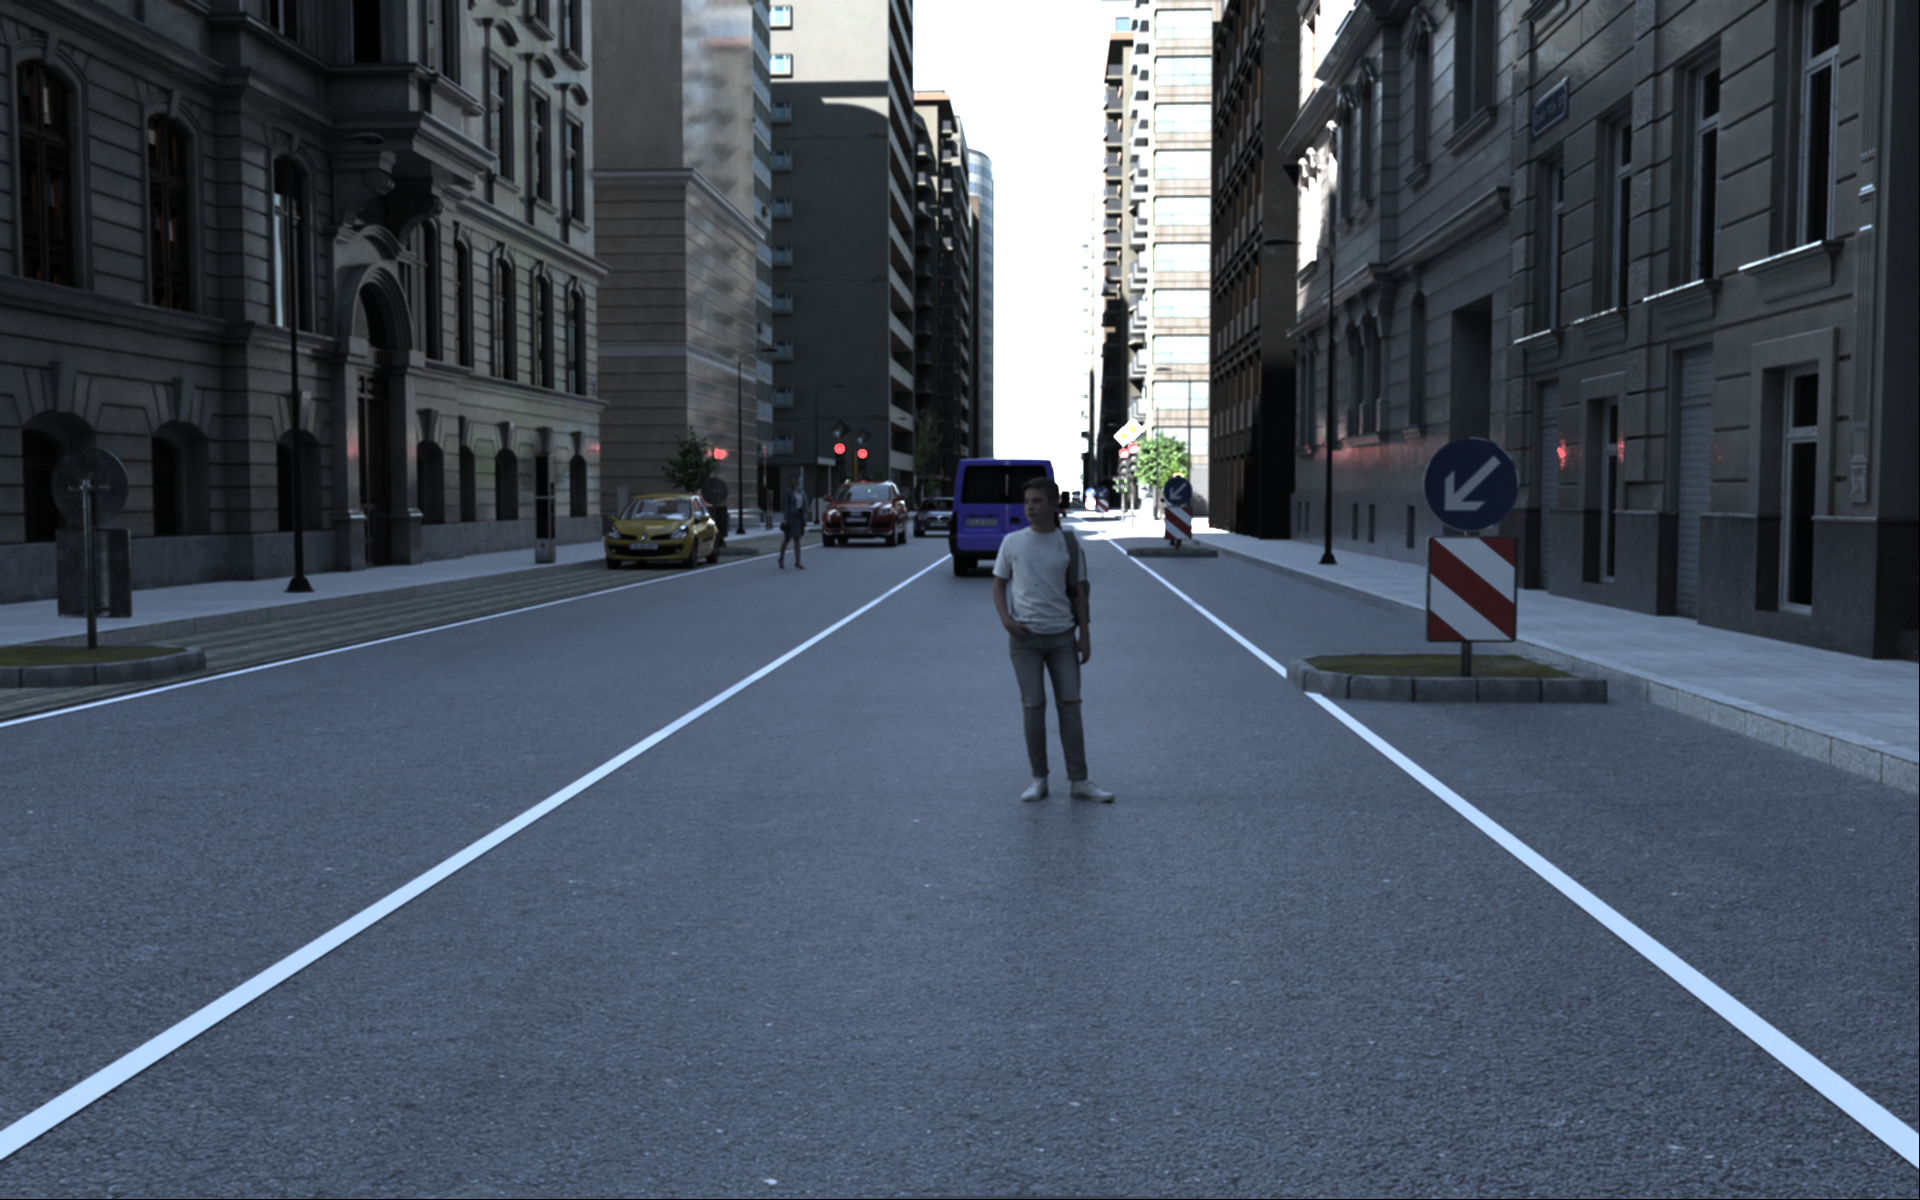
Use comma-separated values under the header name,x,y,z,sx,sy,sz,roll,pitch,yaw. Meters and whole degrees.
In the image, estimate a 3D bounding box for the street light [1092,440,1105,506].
name,x,y,z,sx,sy,sz,roll,pitch,yaw
street light,12.225,-10.708,147.619,1.470,5.913,1.316,0,4,3

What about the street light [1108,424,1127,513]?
name,x,y,z,sx,sy,sz,roll,pitch,yaw
street light,10.518,-8.699,114.776,1.470,5.913,1.316,0,4,3

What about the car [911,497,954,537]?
name,x,y,z,sx,sy,sz,roll,pitch,yaw
car,-0.664,-2.848,59.139,1.945,1.354,3.894,0,4,2

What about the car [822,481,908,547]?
name,x,y,z,sx,sy,sz,roll,pitch,yaw
car,-2.644,-2.462,48.928,2.281,1.827,5.304,0,4,3

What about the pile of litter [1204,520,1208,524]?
name,x,y,z,sx,sy,sz,roll,pitch,yaw
pile of litter,11.157,-3.609,72.970,1.719,0.858,1.176,2,4,25

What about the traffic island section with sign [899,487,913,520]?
name,x,y,z,sx,sy,sz,roll,pitch,yaw
traffic island section with sign,-3.009,-5.267,94.747,1.989,1.847,2.006,0,4,3

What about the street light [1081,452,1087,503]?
name,x,y,z,sx,sy,sz,roll,pitch,yaw
street light,14.442,-13.423,192.014,1.470,5.913,1.316,0,4,3

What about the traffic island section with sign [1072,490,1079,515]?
name,x,y,z,sx,sy,sz,roll,pitch,yaw
traffic island section with sign,9.017,-6.899,121.429,1.989,1.847,2.006,0,4,3

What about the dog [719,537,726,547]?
name,x,y,z,sx,sy,sz,roll,pitch,yaw
dog,-6.079,-1.693,44.516,0.513,0.831,0.800,2,4,34

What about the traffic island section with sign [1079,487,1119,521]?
name,x,y,z,sx,sy,sz,roll,pitch,yaw
traffic island section with sign,7.655,-5.253,94.508,1.989,1.847,2.006,0,4,3

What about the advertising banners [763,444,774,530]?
name,x,y,z,sx,sy,sz,roll,pitch,yaw
advertising banners,-6.861,-4.018,61.880,0.090,3.025,2.074,0,4,3

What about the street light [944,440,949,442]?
name,x,y,z,sx,sy,sz,roll,pitch,yaw
street light,-1.647,-10.830,149.611,1.470,5.913,1.316,0,4,3

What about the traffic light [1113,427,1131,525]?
name,x,y,z,sx,sy,sz,roll,pitch,yaw
traffic light,6.831,-5.121,72.650,0.839,4.253,0.868,0,4,3

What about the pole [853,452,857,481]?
name,x,y,z,sx,sy,sz,roll,pitch,yaw
pole,-5.034,-5.455,83.024,0.158,3.312,0.155,0,3,0

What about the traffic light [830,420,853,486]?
name,x,y,z,sx,sy,sz,roll,pitch,yaw
traffic light,-4.474,-4.666,65.212,0.839,4.253,0.868,0,4,3

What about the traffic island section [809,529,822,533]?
name,x,y,z,sx,sy,sz,roll,pitch,yaw
traffic island section,-4.513,-2.634,65.349,2.009,0.180,2.903,0,4,3

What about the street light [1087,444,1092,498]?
name,x,y,z,sx,sy,sz,roll,pitch,yaw
street light,12.700,-11.412,159.123,1.470,5.913,1.316,0,4,3

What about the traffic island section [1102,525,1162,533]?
name,x,y,z,sx,sy,sz,roll,pitch,yaw
traffic island section,6.464,-2.600,64.787,2.009,0.180,2.903,0,4,3

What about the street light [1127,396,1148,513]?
name,x,y,z,sx,sy,sz,roll,pitch,yaw
street light,8.829,-6.713,82.305,1.470,5.913,1.316,0,4,3

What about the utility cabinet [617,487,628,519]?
name,x,y,z,sx,sy,sz,roll,pitch,yaw
utility cabinet,-9.916,-2.579,50.842,0.318,1.500,1.173,-1,4,-10

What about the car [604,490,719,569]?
name,x,y,z,sx,sy,sz,roll,pitch,yaw
car,-5.878,-1.475,34.347,2.015,1.641,3.980,0,4,1

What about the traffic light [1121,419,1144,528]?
name,x,y,z,sx,sy,sz,roll,pitch,yaw
traffic light,6.424,-4.633,64.675,0.839,4.253,0.868,0,4,3

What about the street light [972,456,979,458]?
name,x,y,z,sx,sy,sz,roll,pitch,yaw
street light,1.719,-14.760,213.866,1.470,5.913,1.316,0,4,3

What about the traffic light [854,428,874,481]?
name,x,y,z,sx,sy,sz,roll,pitch,yaw
traffic light,-4.067,-5.154,73.187,0.839,4.253,0.868,0,4,3

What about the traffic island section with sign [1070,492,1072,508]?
name,x,y,z,sx,sy,sz,roll,pitch,yaw
traffic island section with sign,11.607,-10.000,172.127,1.989,1.847,2.006,0,4,3

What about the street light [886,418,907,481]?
name,x,y,z,sx,sy,sz,roll,pitch,yaw
street light,-3.927,-8.115,105.220,1.470,5.913,1.316,0,4,3

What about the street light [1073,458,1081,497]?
name,x,y,z,sx,sy,sz,roll,pitch,yaw
street light,16.909,-16.508,242.450,1.470,5.913,1.316,0,4,3

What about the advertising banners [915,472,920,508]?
name,x,y,z,sx,sy,sz,roll,pitch,yaw
advertising banners,-3.338,-8.532,135.679,0.090,3.025,2.074,-1,4,-12

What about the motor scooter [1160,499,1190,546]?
name,x,y,z,sx,sy,sz,roll,pitch,yaw
motor scooter,6.004,-2.171,48.276,0.815,1.314,1.986,0,4,1

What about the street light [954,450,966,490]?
name,x,y,z,sx,sy,sz,roll,pitch,yaw
street light,-0.077,-12.796,181.754,1.470,5.913,1.316,0,4,3

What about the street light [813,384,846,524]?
name,x,y,z,sx,sy,sz,roll,pitch,yaw
street light,-5.517,-6.154,73.152,1.470,5.913,1.316,0,4,3

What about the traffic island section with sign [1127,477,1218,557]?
name,x,y,z,sx,sy,sz,roll,pitch,yaw
traffic island section with sign,4.884,-1.927,40.130,1.989,1.847,2.006,0,4,3

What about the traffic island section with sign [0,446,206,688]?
name,x,y,z,sx,sy,sz,roll,pitch,yaw
traffic island section with sign,-7.149,-0.306,13.639,1.989,1.847,2.006,0,4,3

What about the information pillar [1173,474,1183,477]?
name,x,y,z,sx,sy,sz,roll,pitch,yaw
information pillar,7.825,-3.534,62.271,0.304,2.012,0.304,0,4,-2

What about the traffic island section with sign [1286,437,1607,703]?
name,x,y,z,sx,sy,sz,roll,pitch,yaw
traffic island section with sign,3.493,-0.259,12.856,1.989,1.847,2.006,0,4,3

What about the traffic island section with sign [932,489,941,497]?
name,x,y,z,sx,sy,sz,roll,pitch,yaw
traffic island section with sign,-1.625,-6.937,122.049,1.989,1.847,2.006,0,4,3

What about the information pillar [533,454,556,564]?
name,x,y,z,sx,sy,sz,roll,pitch,yaw
information pillar,-7.691,-1.687,32.074,0.304,2.012,0.304,0,4,4

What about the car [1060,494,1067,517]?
name,x,y,z,sx,sy,sz,roll,pitch,yaw
car,5.824,-6.117,109.048,2.155,1.783,4.494,0,4,4

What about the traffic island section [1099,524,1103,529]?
name,x,y,z,sx,sy,sz,roll,pitch,yaw
traffic island section,6.870,-3.088,72.761,2.009,0.180,2.903,0,4,3

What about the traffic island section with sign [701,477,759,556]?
name,x,y,z,sx,sy,sz,roll,pitch,yaw
traffic island section with sign,-5.784,-1.953,40.560,1.989,1.847,2.006,0,4,3
